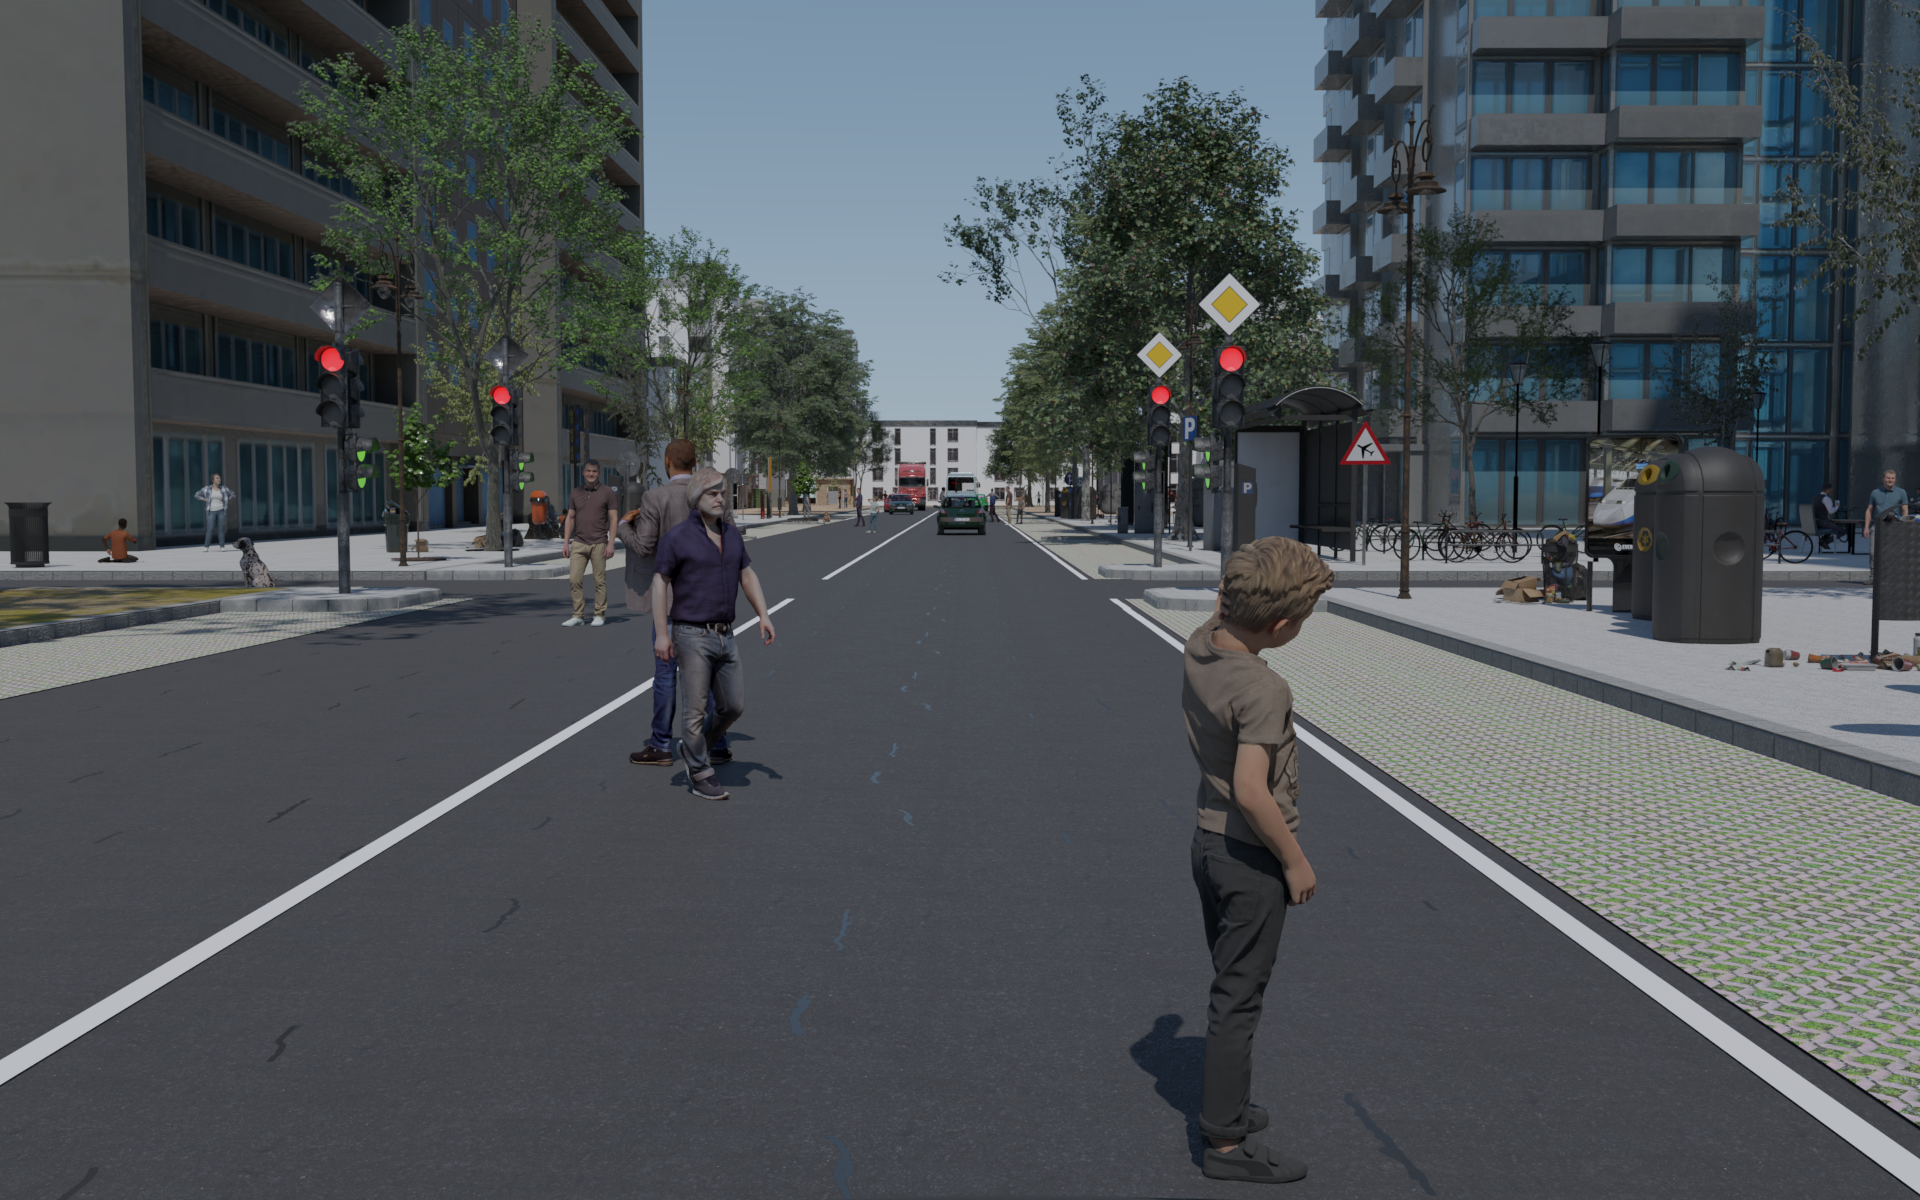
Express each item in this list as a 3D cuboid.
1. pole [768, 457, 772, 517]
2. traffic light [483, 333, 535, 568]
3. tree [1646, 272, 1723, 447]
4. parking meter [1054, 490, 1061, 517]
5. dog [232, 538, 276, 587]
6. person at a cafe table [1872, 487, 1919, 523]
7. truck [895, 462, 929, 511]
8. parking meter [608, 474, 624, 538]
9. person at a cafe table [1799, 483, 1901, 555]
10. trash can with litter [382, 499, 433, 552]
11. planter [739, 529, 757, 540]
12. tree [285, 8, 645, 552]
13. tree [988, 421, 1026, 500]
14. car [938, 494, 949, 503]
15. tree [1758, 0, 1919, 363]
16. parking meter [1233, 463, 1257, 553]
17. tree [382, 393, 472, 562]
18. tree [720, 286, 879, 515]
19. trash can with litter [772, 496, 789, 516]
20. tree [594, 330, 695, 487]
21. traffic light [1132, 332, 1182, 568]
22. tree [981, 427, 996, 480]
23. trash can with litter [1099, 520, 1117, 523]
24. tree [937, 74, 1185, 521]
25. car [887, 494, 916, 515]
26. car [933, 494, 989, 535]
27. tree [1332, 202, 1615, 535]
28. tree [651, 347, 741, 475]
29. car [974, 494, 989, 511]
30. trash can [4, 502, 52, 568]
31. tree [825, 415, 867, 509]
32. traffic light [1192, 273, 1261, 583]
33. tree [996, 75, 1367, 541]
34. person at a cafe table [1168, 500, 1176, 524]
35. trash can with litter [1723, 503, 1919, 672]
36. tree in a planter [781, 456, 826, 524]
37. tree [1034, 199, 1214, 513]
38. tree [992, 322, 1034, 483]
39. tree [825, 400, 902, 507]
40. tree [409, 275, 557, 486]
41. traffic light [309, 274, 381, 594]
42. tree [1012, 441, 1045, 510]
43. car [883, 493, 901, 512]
[{"bbox_3d":[-10.437,-6.193,95.102,0.158,3.312,0.155,0,3,0],"label":"pole"},{"bbox_3d":[-7.883,-2.524,30.193,0.839,4.253,0.868,0,4,0],"label":"traffic light"},{"bbox_3d":[24.491,-6.434,55.564,4.360,8.622,3.978,0,3,0],"label":"tree"},{"bbox_3d":[5.510,-5.452,97.546,0.372,1.533,0.369,0,3,0],"label":"parking meter"},{"bbox_3d":[-9.869,-0.457,24.306,0.513,0.831,0.800,-2,4,-32],"label":"dog"},{"bbox_3d":[32.924,-3.153,60.069,1.622,1.524,1.698,1,4,8],"label":"person at a cafe table"},{"bbox_3d":[-4.207,-9.952,151.625,2.839,4.237,11.283,0,4,-2],"label":"truck"},{"bbox_3d":[-10.043,-2.746,50.609,0.399,1.863,0.255,0,4,6],"label":"parking meter"},{"bbox_3d":[18.777,-1.741,36.988,1.622,1.524,1.698,-1,4,-11],"label":"person at a cafe table"},{"bbox_3d":[-12.165,-1.637,38.153,1.055,1.170,0.624,-1,4,-20],"label":"trash can with litter"},{"bbox_3d":[-7.501,-2.069,54.971,1.991,0.319,1.994,0,4,0],"label":"planter"},{"bbox_3d":[-10.528,-6.889,38.388,9.928,11.665,9.643,0,3,0],"label":"tree"},{"bbox_3d":[6.563,-15.154,182.176,7.601,10.594,8.767,-1,4,-12],"label":"tree"},{"bbox_3d":[-0.265,-5.490,99.555,2.009,1.686,4.222,0,4,-1],"label":"car"},{"bbox_3d":[11.538,-4.239,19.675,4.360,8.622,3.978,0,3,0],"label":"tree"},{"bbox_3d":[5.450,-1.674,33.084,0.399,1.863,0.255,-1,4,-14],"label":"parking meter"},{"bbox_3d":[-10.469,-2.357,33.145,1.663,3.219,1.824,0,3,0],"label":"tree"},{"bbox_3d":[-10.169,-12.106,104.593,9.857,13.997,8.962,0,3,0],"label":"tree"},{"bbox_3d":[-10.563,-5.580,102.290,1.678,1.210,2.233,-1,4,-9],"label":"trash can with litter"},{"bbox_3d":[-13.821,-7.656,75.538,4.360,8.622,3.978,0,3,0],"label":"tree"},{"bbox_3d":[3.439,-2.523,30.166,0.839,4.253,0.868,0,4,0],"label":"traffic light"},{"bbox_3d":[6.653,-15.350,167.987,9.611,12.733,9.660,0,3,0],"label":"tree"},{"bbox_3d":[7.334,-4.057,77.391,2.233,1.210,1.678,0,4,5],"label":"trash can with litter"},{"bbox_3d":[5.107,-13.775,81.106,12.611,20.169,13.585,0,3,0],"label":"tree"},{"bbox_3d":[-4.128,-6.870,122.105,2.009,1.686,4.222,0,4,-1],"label":"car"},{"bbox_3d":[0.044,-3.176,61.720,2.009,1.686,4.222,0,4,-1],"label":"car"},{"bbox_3d":[16.287,-7.364,54.817,8.767,10.594,7.601,0,4,2],"label":"tree"},{"bbox_3d":[-13.226,-8.396,87.631,4.737,8.622,4.395,0,3,0],"label":"tree"},{"bbox_3d":[1.426,-8.269,143.989,1.959,1.807,4.718,0,4,-2],"label":"car"},{"bbox_3d":[-16.259,-1.137,30.251,0.748,1.137,0.748,0,3,0],"label":"trash can"},{"bbox_3d":[-9.983,-12.110,148.357,4.737,8.622,4.395,0,3,0],"label":"tree"},{"bbox_3d":[3.408,-2.034,22.181,0.839,4.253,0.868,0,4,0],"label":"traffic light"},{"bbox_3d":[6.325,-7.992,47.671,9.611,12.733,9.660,0,3,0],"label":"tree"},{"bbox_3d":[9.181,-3.914,74.851,1.726,1.238,1.698,-3,4,-38],"label":"person at a cafe table"},{"bbox_3d":[6.666,-0.117,12.972,2.233,1.210,1.678,-1,4,-9],"label":"trash can with litter"},{"bbox_3d":[-7.396,-5.180,81.908,1.991,3.239,1.994,0,4,0],"label":"tree in a planter"},{"bbox_3d":[6.604,-8.716,60.630,7.486,12.596,7.792,0,3,0],"label":"tree"},{"bbox_3d":[5.962,-10.873,95.894,7.486,12.596,7.792,0,3,0],"label":"tree"},{"bbox_3d":[-10.407,-15.005,179.740,8.767,10.594,7.601,-1,4,-9],"label":"tree"},{"bbox_3d":[-15.288,-6.471,56.156,4.737,8.622,4.395,0,3,0],"label":"tree"},{"bbox_3d":[-7.913,-2.036,22.208,0.839,4.253,0.868,0,4,0],"label":"traffic light"},{"bbox_3d":[6.515,-11.537,138.996,4.360,8.622,3.978,0,3,0],"label":"tree"},{"bbox_3d":[-4.962,-7.788,136.376,2.155,1.783,4.494,0,4,1],"label":"car"}]
